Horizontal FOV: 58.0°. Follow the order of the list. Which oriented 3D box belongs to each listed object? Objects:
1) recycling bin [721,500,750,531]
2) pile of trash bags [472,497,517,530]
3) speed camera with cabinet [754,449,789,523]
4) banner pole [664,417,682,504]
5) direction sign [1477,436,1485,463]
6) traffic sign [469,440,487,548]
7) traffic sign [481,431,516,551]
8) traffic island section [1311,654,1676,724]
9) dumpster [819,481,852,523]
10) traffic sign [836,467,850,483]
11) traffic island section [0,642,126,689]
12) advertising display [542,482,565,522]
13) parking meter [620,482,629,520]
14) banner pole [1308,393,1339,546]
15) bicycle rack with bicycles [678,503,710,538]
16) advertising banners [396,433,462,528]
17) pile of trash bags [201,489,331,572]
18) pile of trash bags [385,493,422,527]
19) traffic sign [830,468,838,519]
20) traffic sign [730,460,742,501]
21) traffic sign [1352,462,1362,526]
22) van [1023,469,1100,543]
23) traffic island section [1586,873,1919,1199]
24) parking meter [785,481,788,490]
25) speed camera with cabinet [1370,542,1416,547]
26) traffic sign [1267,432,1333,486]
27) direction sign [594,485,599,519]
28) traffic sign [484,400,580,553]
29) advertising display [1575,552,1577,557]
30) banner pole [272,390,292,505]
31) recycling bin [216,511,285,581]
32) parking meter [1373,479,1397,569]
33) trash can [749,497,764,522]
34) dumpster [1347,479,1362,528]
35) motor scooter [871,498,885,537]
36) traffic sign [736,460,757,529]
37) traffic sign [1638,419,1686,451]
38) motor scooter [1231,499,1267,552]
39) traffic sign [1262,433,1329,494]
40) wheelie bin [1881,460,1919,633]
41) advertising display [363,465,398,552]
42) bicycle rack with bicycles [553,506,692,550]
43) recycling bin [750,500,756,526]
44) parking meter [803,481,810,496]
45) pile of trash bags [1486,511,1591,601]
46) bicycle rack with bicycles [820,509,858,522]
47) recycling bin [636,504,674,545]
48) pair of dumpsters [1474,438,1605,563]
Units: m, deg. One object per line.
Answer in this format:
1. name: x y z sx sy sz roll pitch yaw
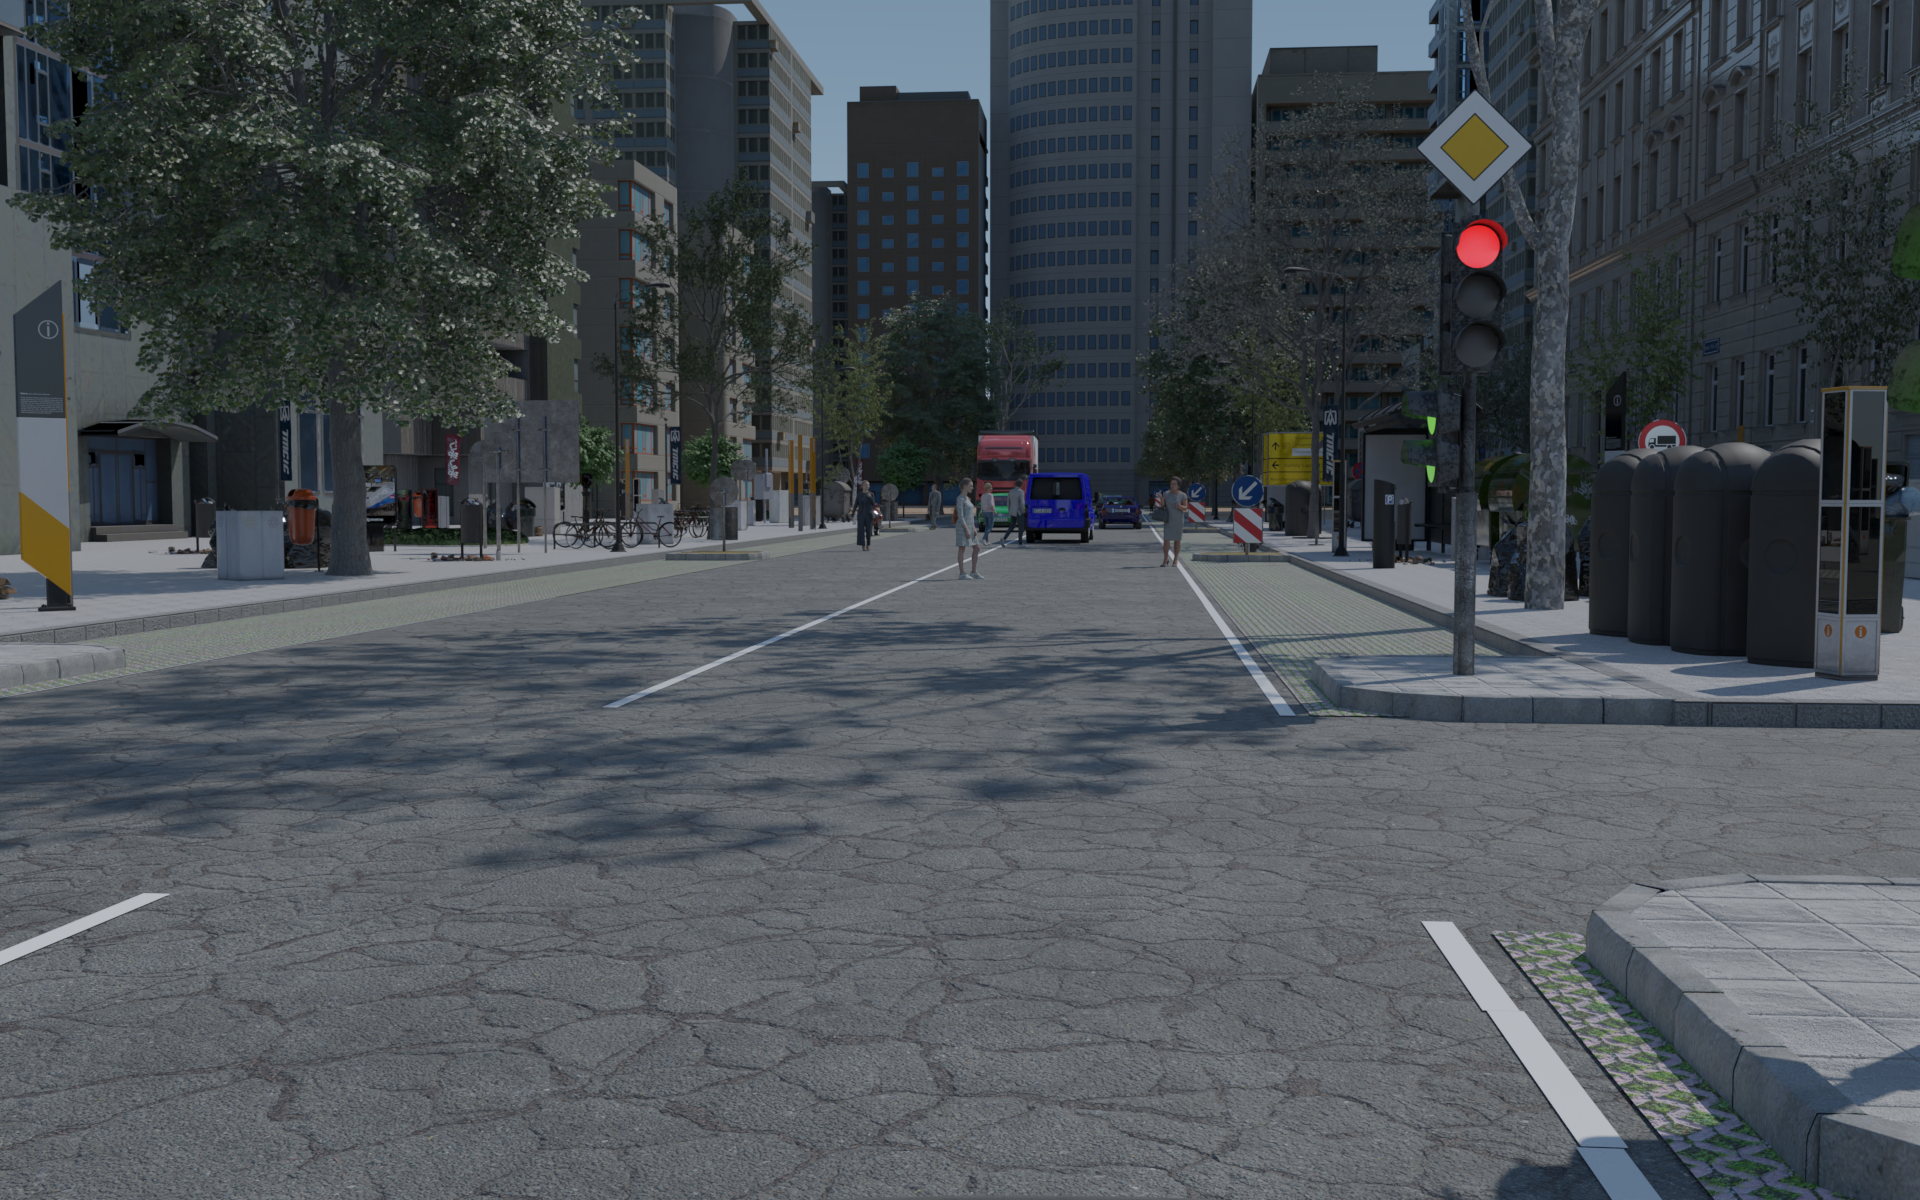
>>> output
1. recycling bin: -7.941 -2.956 60.887 0.722 1.027 0.722 1 4 10
2. pile of trash bags: -16.112 -3.179 61.724 3.447 1.369 1.912 3 4 37
3. speed camera with cabinet: -8.245 -5.016 76.353 0.660 3.252 2.038 2 4 32
4. banner pole: -9.400 -4.066 56.503 0.863 3.779 0.401 2 4 31
5. direction sign: 20.222 -4.619 67.510 0.379 3.537 0.876 -1 4 -9
6. traffic sign: -11.200 -2.487 40.775 0.768 2.556 0.104 1 4 9
7. traffic sign: -9.402 -2.149 35.242 0.768 2.556 0.104 1 4 13
8. traffic island section: 3.602 0.610 12.313 2.009 0.180 2.903 0 4 5
9. dumpster: -5.617 -4.405 77.778 1.264 1.857 1.865 0 4 5
10. traffic sign: -5.572 -5.010 82.015 0.768 2.556 0.104 1 4 14
11. traffic island section: -7.936 0.541 13.428 2.009 0.180 2.903 0 4 5
12. advertising display: -17.330 -4.198 73.850 0.974 1.923 0.123 0 4 7
13. parking meter: -16.349 -4.824 84.581 0.399 1.863 0.255 2 4 24
14. banner pole: 9.063 -3.242 43.030 0.401 3.779 0.863 -3 5 -40
15. bicycle rack with bicycles: -8.261 -2.311 51.168 2.852 0.926 2.925 3 5 43
16. advertising banners: -15.203 -3.263 49.540 2.074 3.025 0.090 -3 4 -38
17. pile of trash bags: -11.647 -1.214 29.602 1.912 1.369 3.447 -3 4 -37
18. pile of trash bags: -21.151 -3.268 63.183 3.447 1.369 1.912 -1 4 -17
19. traffic sign: -5.978 -5.148 84.273 0.768 2.556 0.104 1 4 14
20. traffic sign: -8.171 -3.928 64.325 0.768 2.556 0.104 1 4 11
21. traffic sign: 15.880 -4.184 68.508 0.768 2.556 0.104 0 4 6
22. van: 3.051 -2.936 52.384 2.240 2.365 5.245 0 4 6
23. traffic island section: 2.834 1.096 4.365 2.009 0.180 2.903 0 4 5
24. parking meter: -7.828 -4.515 79.536 0.399 1.863 0.255 0 4 -7
25. speed camera with cabinet: 11.069 -2.924 42.151 2.038 3.252 0.660 0 4 -8
26. traffic sign: 11.184 -3.840 56.664 2.265 3.308 0.079 0 4 7
27. direction sign: -18.852 -5.991 89.948 0.379 3.537 0.876 0 4 1
28. traffic sign: -9.330 -2.680 37.694 2.265 3.308 0.079 1 4 14
29. advertising display: 12.408 -1.836 35.226 0.974 1.923 0.123 -2 4 -35
30. banner pole: -15.931 -3.101 40.715 0.863 3.779 0.401 3 4 37
31. recycling bin: -10.645 -0.821 25.980 0.722 1.027 0.722 3 5 40
32. parking meter: 7.330 -1.315 29.913 0.372 1.533 0.369 0 3 0
33. trash can: -9.424 -4.214 80.548 0.748 1.137 0.748 0 3 0
34. dumpster: 15.374 -3.683 65.972 1.264 1.857 1.865 0 4 5
35. motor scooter: -2.920 -2.816 58.814 0.815 1.314 1.986 0 4 5
36. traffic sign: -7.905 -3.915 64.114 0.768 2.556 0.104 0 4 7
37. traffic sign: 11.937 -1.799 29.514 0.768 2.556 0.104 1 4 13
38. motor scooter: 6.581 -1.626 39.355 0.815 1.314 1.986 0 4 4
39. traffic sign: 11.253 -3.920 57.973 2.265 3.308 0.079 0 4 8
40. wheelie bin: 8.528 -0.507 16.202 0.980 1.594 0.693 2 4 25
41. advertising display: -13.039 -2.041 38.590 0.974 1.923 0.123 0 4 -7
42. bicycle rack with bicycles: -8.389 -1.680 40.847 2.925 0.926 2.852 1 4 20
43. recycling bin: -8.701 -3.534 70.341 0.722 1.027 0.722 0 4 1
44. parking meter: -6.917 -4.441 78.321 0.255 1.863 0.399 1 4 19
45. pile of trash bags: 8.255 -0.698 21.159 3.447 1.369 1.912 1 4 15
46. bicycle rack with bicycles: -5.798 -4.104 80.486 2.925 0.926 2.852 -1 4 -11
47. recycling bin: -7.809 -1.944 44.341 0.722 1.027 0.722 -3 5 -39
48. pair of dumpsters: 9.927 -1.697 30.248 1.574 2.255 4.437 0 4 5
